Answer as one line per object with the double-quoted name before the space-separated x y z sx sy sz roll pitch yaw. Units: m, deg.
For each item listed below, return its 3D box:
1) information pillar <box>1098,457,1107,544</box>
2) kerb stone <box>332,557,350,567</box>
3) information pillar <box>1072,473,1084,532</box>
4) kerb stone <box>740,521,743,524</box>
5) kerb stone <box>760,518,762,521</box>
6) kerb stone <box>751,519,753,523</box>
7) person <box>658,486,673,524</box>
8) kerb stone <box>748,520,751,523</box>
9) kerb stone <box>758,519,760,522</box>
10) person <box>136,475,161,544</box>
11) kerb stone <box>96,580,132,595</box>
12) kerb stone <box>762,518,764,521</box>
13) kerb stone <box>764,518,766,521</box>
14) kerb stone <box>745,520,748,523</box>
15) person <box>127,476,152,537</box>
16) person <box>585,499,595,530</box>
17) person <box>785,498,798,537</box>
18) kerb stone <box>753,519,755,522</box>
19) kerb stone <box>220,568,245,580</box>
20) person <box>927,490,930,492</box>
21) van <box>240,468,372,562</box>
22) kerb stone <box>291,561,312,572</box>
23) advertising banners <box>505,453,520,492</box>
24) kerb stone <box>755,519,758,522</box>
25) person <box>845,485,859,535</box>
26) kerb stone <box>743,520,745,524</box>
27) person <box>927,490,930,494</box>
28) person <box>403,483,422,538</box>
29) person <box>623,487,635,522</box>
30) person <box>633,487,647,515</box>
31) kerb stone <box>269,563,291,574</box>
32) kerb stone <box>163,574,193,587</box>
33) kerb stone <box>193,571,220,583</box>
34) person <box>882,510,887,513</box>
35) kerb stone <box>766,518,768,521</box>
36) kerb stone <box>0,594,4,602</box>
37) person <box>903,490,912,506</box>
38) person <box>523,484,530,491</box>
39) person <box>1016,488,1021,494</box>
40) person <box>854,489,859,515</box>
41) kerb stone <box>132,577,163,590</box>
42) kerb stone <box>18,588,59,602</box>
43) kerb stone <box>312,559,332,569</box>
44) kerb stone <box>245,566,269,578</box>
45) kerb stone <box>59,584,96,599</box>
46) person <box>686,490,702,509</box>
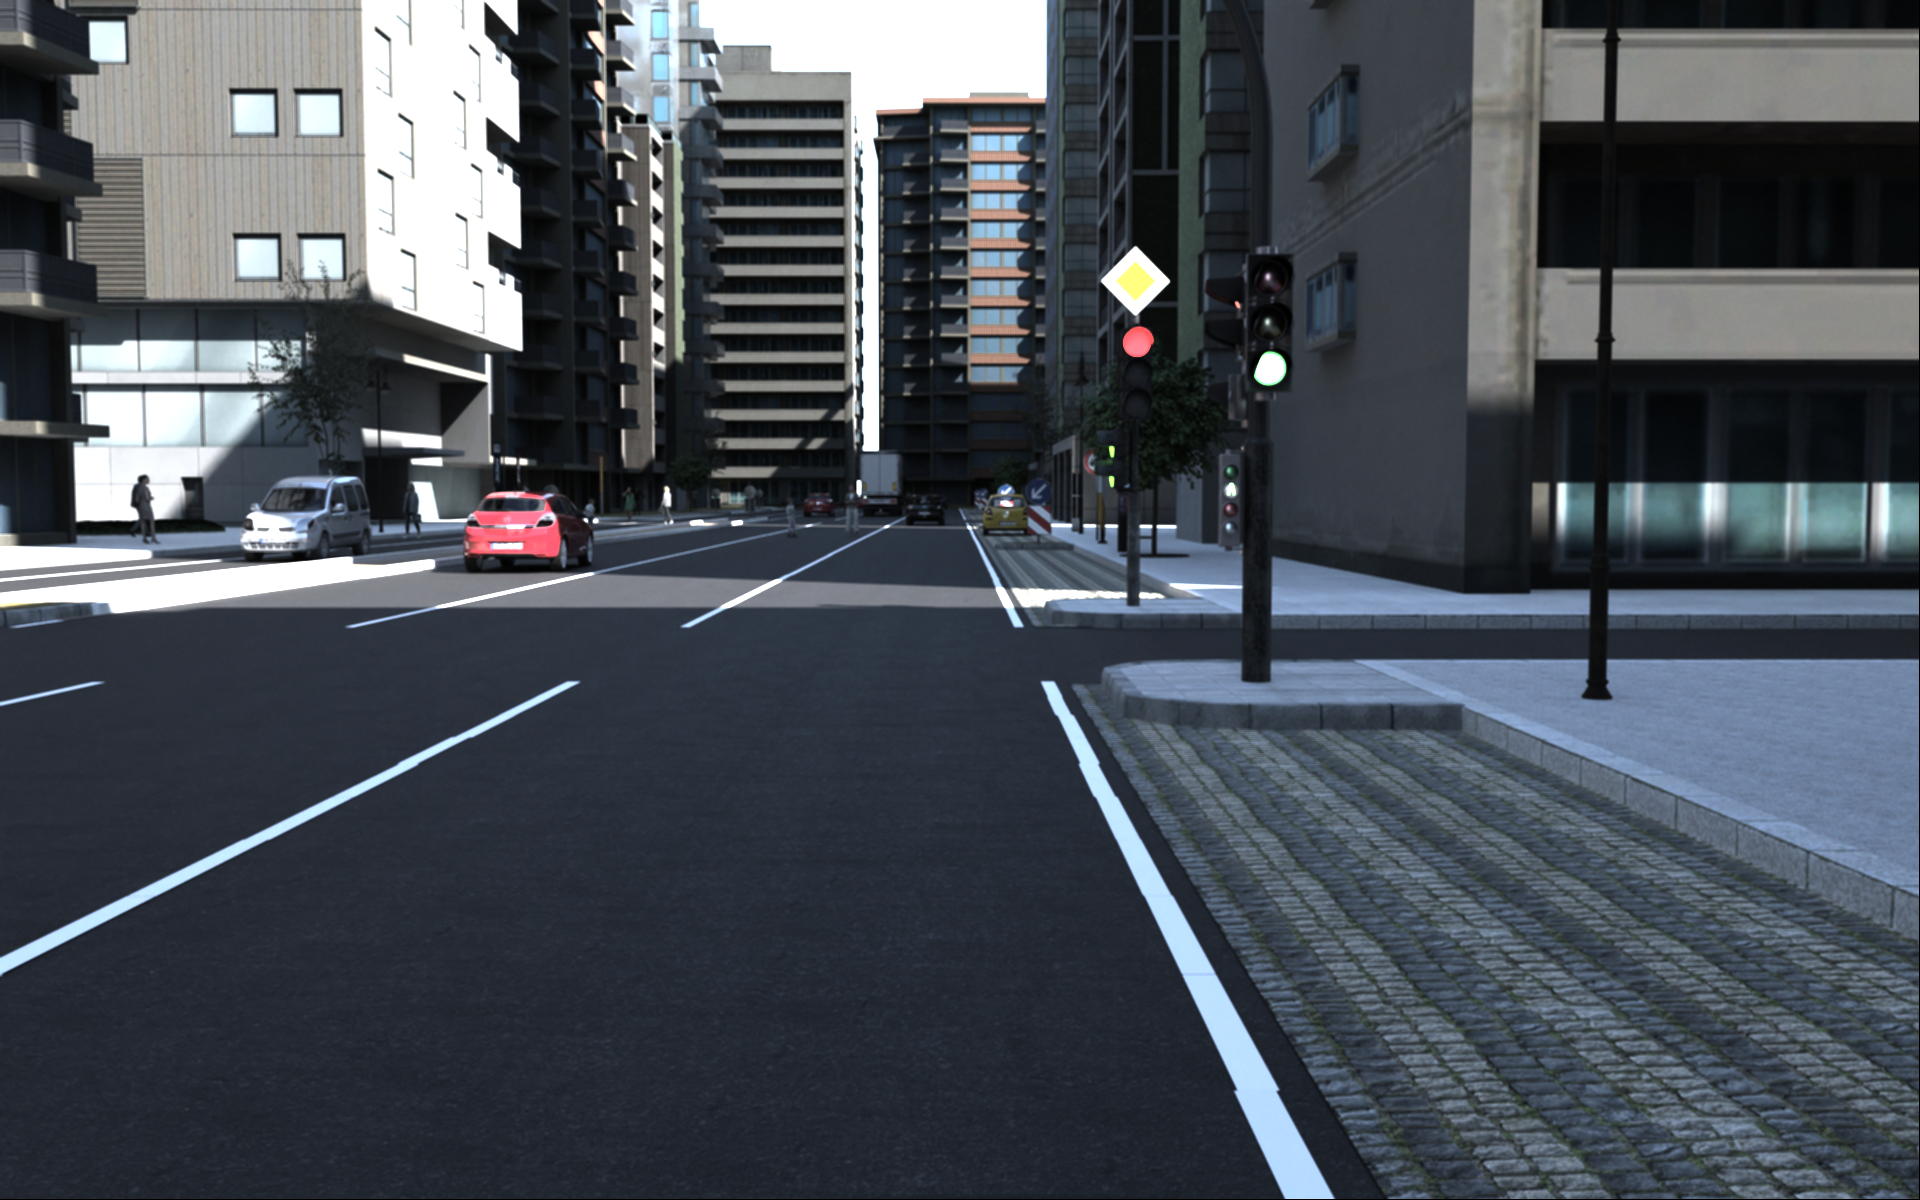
"information pillar" 3.683 -3.274 44.878 0.183 3.616 0.504 1 4 17
"kerb stone" -12.345 -0.736 34.235 0.120 0.150 1.000 0 4 0
"information pillar" 4.027 -3.349 59.240 0.304 2.012 0.304 -2 4 -33
"kerb stone" -10.445 -3.621 81.398 0.120 0.150 1.000 0 4 0
"kerb stone" -10.482 -4.122 89.596 0.120 0.150 1.000 0 4 0
"kerb stone" -10.461 -3.871 85.489 0.120 0.150 1.000 0 4 0
"person" -13.829 -4.453 81.483 0.728 1.800 0.709 2 4 29
"kerb stone" -10.457 -3.809 84.467 0.120 0.150 1.000 0 4 0
"kerb stone" -10.475 -4.056 88.569 0.120 0.150 1.000 0 4 0
"person" -21.006 -2.350 44.804 0.599 1.781 0.374 2 4 35
"kerb stone" -12.291 -0.171 24.994 0.120 0.150 1.000 0 4 0
"kerb stone" -10.485 -4.180 90.626 0.120 0.150 1.000 0 4 0
"kerb stone" -10.488 -4.248 91.649 0.120 0.150 1.000 0 4 0
"kerb stone" -10.457 -3.746 83.444 0.120 0.150 1.000 0 4 0
"person" -24.424 -2.783 51.643 0.679 1.850 0.850 3 4 38
"person" -13.562 -3.076 63.484 0.332 1.250 0.352 2 4 24
"person" -5.597 -2.748 57.703 0.394 1.301 0.425 1 4 12
"kerb stone" -10.465 -3.934 86.511 0.120 0.150 1.000 0 4 0
"kerb stone" -12.315 -0.422 29.090 0.120 0.150 1.000 0 4 0
"person" -2.995 -9.709 166.867 0.705 1.869 1.348 -2 4 -29
"van" -14.286 -1.891 37.935 2.013 2.044 4.112 0 4 -1
"kerb stone" -12.324 -0.610 32.174 0.120 0.150 1.000 0 4 0
"advertising banners" -18.820 -4.694 72.942 0.090 3.025 2.074 0 4 4
"kerb stone" -10.470 -3.997 87.541 0.120 0.150 1.000 0 4 0
"person" -3.765 -3.134 60.295 0.519 1.759 0.362 0 4 7
"kerb stone" -10.455 -3.684 82.422 0.120 0.150 1.000 0 4 0
"person" -2.587 -7.966 139.458 1.217 1.735 0.721 1 4 23
"person" -17.724 -2.906 56.201 0.709 1.800 0.728 1 4 23
"person" -16.816 -4.856 88.145 0.600 1.795 0.529 0 4 -3
"person" -19.630 -6.011 105.146 1.217 1.723 0.721 0 4 -5
"kerb stone" -12.327 -0.547 31.147 0.120 0.150 1.000 0 4 0
"kerb stone" -12.300 -0.294 27.039 0.120 0.150 1.000 0 4 0
"kerb stone" -12.305 -0.357 28.061 0.120 0.150 1.000 0 4 0
"person" -5.698 -7.487 130.878 1.348 1.831 0.705 0 4 -1
"kerb stone" -10.504 -4.311 92.675 0.120 0.150 1.000 0 4 0
"kerb stone" -12.279 0.019 21.907 0.120 0.150 1.000 0 4 0
"person" -4.948 -9.546 164.595 0.705 1.823 1.348 -3 4 -38
"person" -23.661 -5.394 94.349 0.853 1.813 0.709 1 4 13
"person" 3.872 -6.746 117.163 0.721 1.723 1.217 -1 4 -17
"person" -7.162 -6.812 120.398 0.750 1.759 0.617 3 5 41
"kerb stone" -12.298 -0.234 26.017 0.120 0.150 1.000 0 4 0
"kerb stone" -12.286 -0.044 22.930 0.120 0.150 1.000 0 4 0
"kerb stone" -12.333 -0.669 33.204 0.120 0.150 1.000 0 4 0
"kerb stone" -12.320 -0.484 30.125 0.120 0.150 1.000 0 4 0
"kerb stone" -12.294 -0.108 23.965 0.120 0.150 1.000 0 4 0
"person" -22.283 -8.507 145.138 1.348 1.824 0.705 -1 4 -18
